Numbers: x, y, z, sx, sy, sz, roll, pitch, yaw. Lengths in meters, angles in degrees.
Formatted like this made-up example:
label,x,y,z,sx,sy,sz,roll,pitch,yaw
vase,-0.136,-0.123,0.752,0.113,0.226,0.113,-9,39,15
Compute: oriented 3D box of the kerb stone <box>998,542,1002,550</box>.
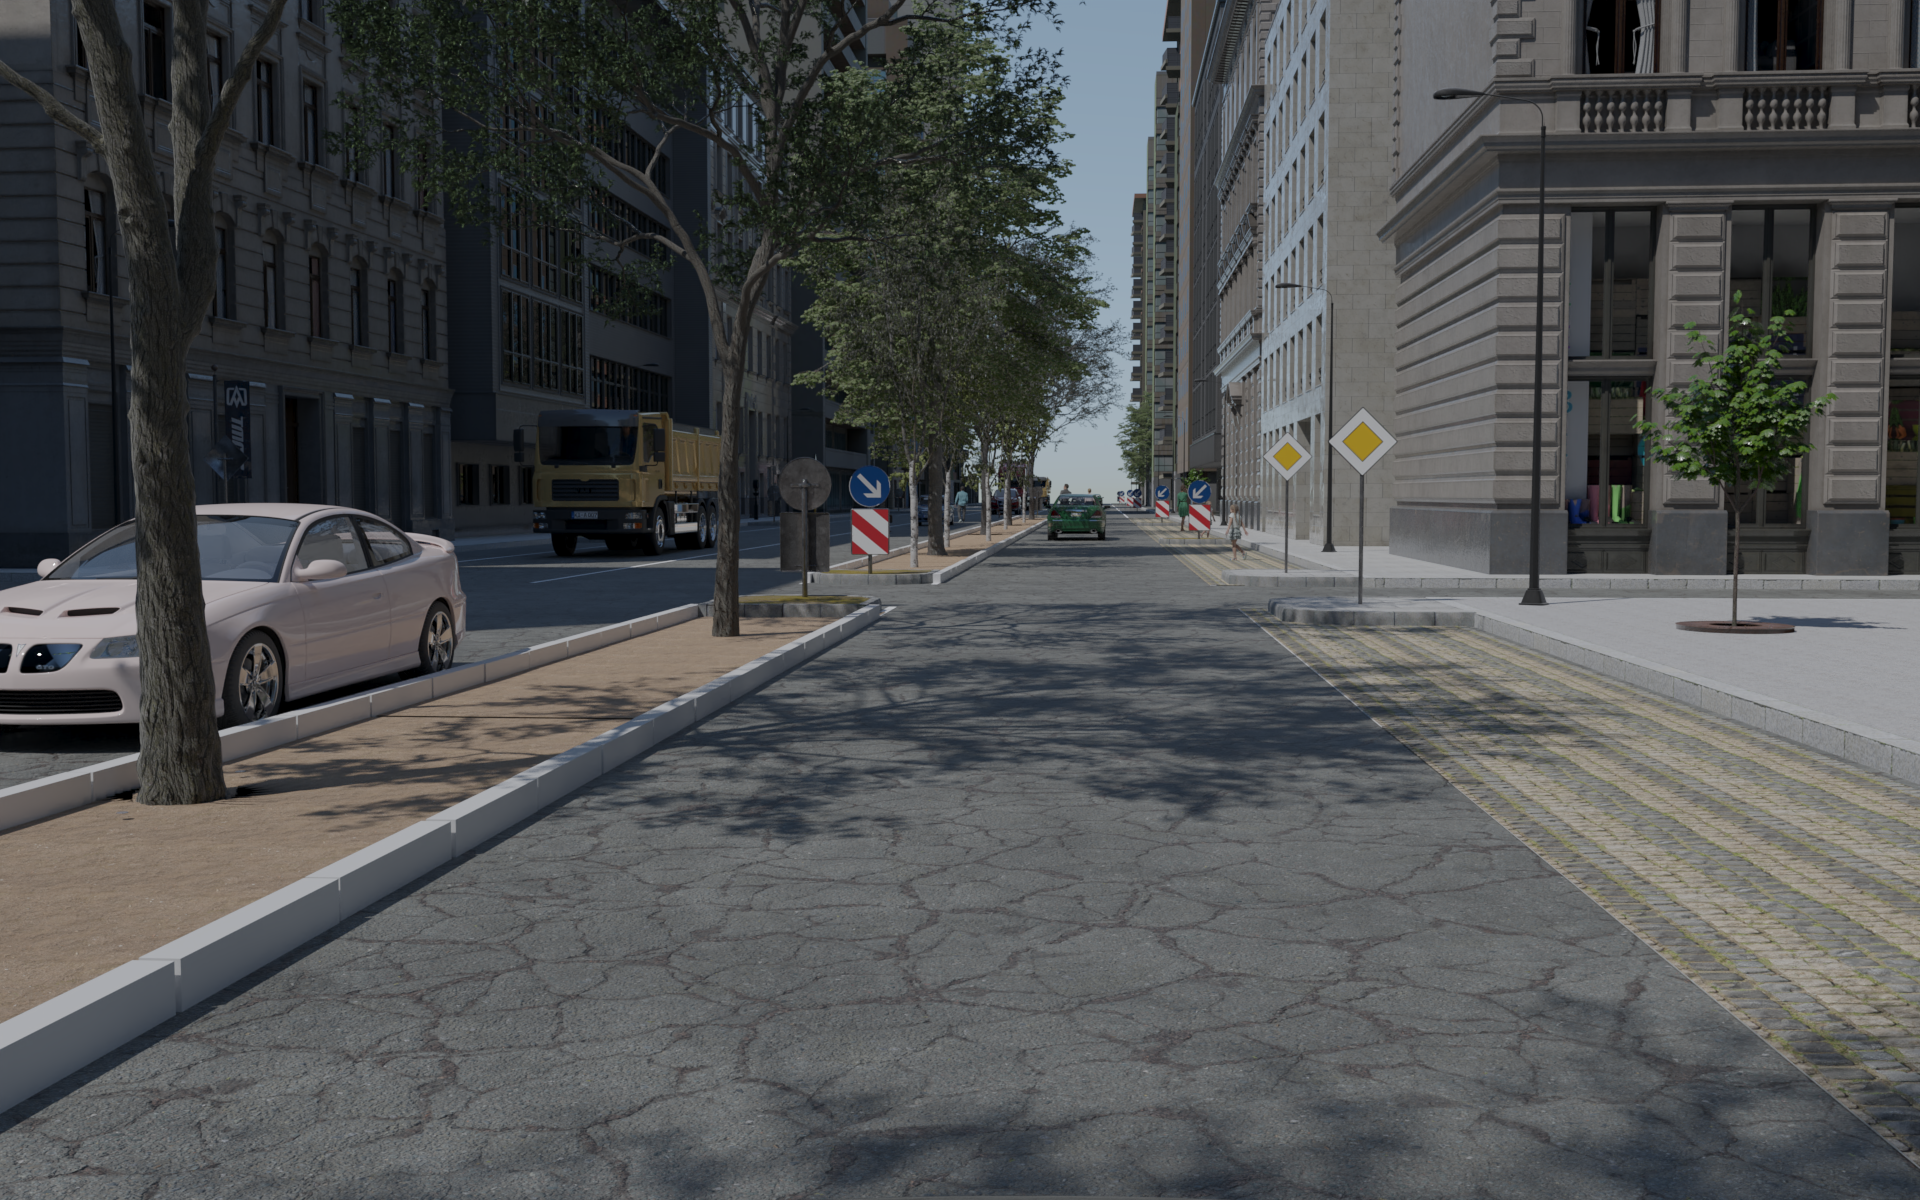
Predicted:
label,x,y,z,sx,sy,sz,roll,pitch,yaw
kerb stone,0.899,-1.310,43.618,0.120,0.150,1.000,0,4,5

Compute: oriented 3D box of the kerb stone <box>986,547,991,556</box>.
label,x,y,z,sx,sy,sz,roll,pitch,yaw
kerb stone,0.561,-1.060,39.530,0.120,0.150,1.000,0,4,5

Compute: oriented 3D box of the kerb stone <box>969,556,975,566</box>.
label,x,y,z,sx,sy,sz,roll,pitch,yaw
kerb stone,0.157,-0.739,34.417,0.120,0.150,1.000,0,4,5

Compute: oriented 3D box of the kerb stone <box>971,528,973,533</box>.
label,x,y,z,sx,sy,sz,roll,pitch,yaw
kerb stone,0.272,-2.445,62.173,0.120,0.150,1.000,0,4,5

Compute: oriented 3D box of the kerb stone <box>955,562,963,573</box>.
label,x,y,z,sx,sy,sz,roll,pitch,yaw
kerb stone,-0.084,-0.556,31.350,0.120,0.150,1.000,0,4,5

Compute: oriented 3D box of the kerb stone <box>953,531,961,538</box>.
label,x,y,z,sx,sy,sz,roll,pitch,yaw
kerb stone,-0.144,-2.133,57.062,0.120,0.150,1.000,0,4,5

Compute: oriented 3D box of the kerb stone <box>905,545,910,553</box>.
label,x,y,z,sx,sy,sz,roll,pitch,yaw
kerb stone,-1.368,-1.194,41.730,0.120,0.150,1.000,0,4,5

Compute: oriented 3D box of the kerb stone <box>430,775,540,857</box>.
label,x,y,z,sx,sy,sz,roll,pitch,yaw
kerb stone,-2.006,0.909,7.327,0.120,0.150,1.000,0,4,5

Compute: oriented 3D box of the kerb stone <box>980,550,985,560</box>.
label,x,y,z,sx,sy,sz,roll,pitch,yaw
kerb stone,0.400,-0.935,37.492,0.120,0.150,1.000,0,4,5

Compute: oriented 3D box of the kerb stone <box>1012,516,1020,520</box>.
label,x,y,z,sx,sy,sz,roll,pitch,yaw
kerb stone,3.206,-4.695,98.951,0.120,0.150,1.000,0,4,5

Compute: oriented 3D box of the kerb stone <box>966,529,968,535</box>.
label,x,y,z,sx,sy,sz,roll,pitch,yaw
kerb stone,0.100,-2.319,60.119,0.120,0.150,1.000,0,4,5

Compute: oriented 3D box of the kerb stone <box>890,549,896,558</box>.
label,x,y,z,sx,sy,sz,roll,pitch,yaw
kerb stone,-1.613,-1.006,38.649,0.120,0.150,1.000,0,4,5

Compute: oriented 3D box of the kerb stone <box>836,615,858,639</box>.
label,x,y,z,sx,sy,sz,roll,pitch,yaw
kerb stone,-1.184,0.286,17.541,0.120,0.150,1.000,0,4,5

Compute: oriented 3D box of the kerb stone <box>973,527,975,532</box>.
label,x,y,z,sx,sy,sz,roll,pitch,yaw
kerb stone,0.346,-2.508,63.195,0.120,0.150,1.000,0,4,5

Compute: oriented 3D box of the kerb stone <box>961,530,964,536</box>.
label,x,y,z,sx,sy,sz,roll,pitch,yaw
kerb stone,-0.060,-2.195,58.081,0.120,0.150,1.000,0,4,5

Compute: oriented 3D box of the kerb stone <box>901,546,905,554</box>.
label,x,y,z,sx,sy,sz,roll,pitch,yaw
kerb stone,-1.456,-1.132,40.702,0.120,0.150,1.000,0,4,5

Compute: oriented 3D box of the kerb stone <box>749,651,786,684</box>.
label,x,y,z,sx,sy,sz,roll,pitch,yaw
kerb stone,-1.524,0.535,13.447,0.120,0.150,1.000,0,4,5

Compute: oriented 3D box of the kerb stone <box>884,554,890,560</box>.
label,x,y,z,sx,sy,sz,roll,pitch,yaw
kerb stone,-1.696,-0.944,37.625,0.120,0.150,1.000,0,4,5

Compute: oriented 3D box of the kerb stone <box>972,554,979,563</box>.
label,x,y,z,sx,sy,sz,roll,pitch,yaw
kerb stone,0.234,-0.806,35.444,0.120,0.150,1.000,0,4,5

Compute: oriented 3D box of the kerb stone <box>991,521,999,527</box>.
label,x,y,z,sx,sy,sz,roll,pitch,yaw
kerb stone,1.567,-3.445,78.513,0.120,0.150,1.000,0,4,5

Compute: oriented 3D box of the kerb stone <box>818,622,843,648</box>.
label,x,y,z,sx,sy,sz,roll,pitch,yaw
kerb stone,-1.273,0.348,16.511,0.120,0.150,1.000,0,4,5

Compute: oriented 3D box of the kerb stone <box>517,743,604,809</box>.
label,x,y,z,sx,sy,sz,roll,pitch,yaw
kerb stone,-1.930,0.847,8.346,0.120,0.150,1.000,0,4,5

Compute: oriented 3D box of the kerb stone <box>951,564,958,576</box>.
label,x,y,z,sx,sy,sz,roll,pitch,yaw
kerb stone,-0.171,-0.497,30.328,0.120,0.150,1.000,0,4,5

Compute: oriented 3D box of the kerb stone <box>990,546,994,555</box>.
label,x,y,z,sx,sy,sz,roll,pitch,yaw
kerb stone,0.650,-1.119,40.557,0.120,0.150,1.000,0,4,5

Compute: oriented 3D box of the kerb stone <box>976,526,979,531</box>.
label,x,y,z,sx,sy,sz,roll,pitch,yaw
kerb stone,0.513,-2.631,65.232,0.120,0.150,1.000,0,4,5

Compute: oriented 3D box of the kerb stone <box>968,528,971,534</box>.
label,x,y,z,sx,sy,sz,roll,pitch,yaw
kerb stone,0.192,-2.382,61.142,0.120,0.150,1.000,0,4,5

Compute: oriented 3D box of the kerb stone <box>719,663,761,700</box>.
label,x,y,z,sx,sy,sz,roll,pitch,yaw
kerb stone,-1.600,0.597,12.427,0.120,0.150,1.000,0,4,5

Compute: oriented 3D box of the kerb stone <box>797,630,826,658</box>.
label,x,y,z,sx,sy,sz,roll,pitch,yaw
kerb stone,-1.360,0.410,15.493,0.120,0.150,1.000,0,4,5

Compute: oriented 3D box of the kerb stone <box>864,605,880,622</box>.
label,x,y,z,sx,sy,sz,roll,pitch,yaw
kerb stone,-1.030,0.160,19.582,0.120,0.150,1.000,0,4,5

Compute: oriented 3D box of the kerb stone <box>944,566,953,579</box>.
label,x,y,z,sx,sy,sz,roll,pitch,yaw
kerb stone,-0.256,-0.432,29.303,0.120,0.150,1.000,0,4,5

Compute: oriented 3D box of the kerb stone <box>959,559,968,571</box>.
label,x,y,z,sx,sy,sz,roll,pitch,yaw
kerb stone,-0.002,-0.622,32.368,0.120,0.150,1.000,0,4,5

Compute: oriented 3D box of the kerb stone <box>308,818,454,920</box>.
label,x,y,z,sx,sy,sz,roll,pitch,yaw
kerb stone,-2.097,0.973,6.306,0.120,0.150,1.000,0,4,5

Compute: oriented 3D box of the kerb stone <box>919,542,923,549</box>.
label,x,y,z,sx,sy,sz,roll,pitch,yaw
kerb stone,-1.123,-1.382,44.786,0.120,0.150,1.000,0,4,5

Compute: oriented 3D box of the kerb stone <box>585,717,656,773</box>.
label,x,y,z,sx,sy,sz,roll,pitch,yaw
kerb stone,-1.845,0.785,9.366,0.120,0.150,1.000,0,4,5

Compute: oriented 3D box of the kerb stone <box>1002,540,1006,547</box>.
label,x,y,z,sx,sy,sz,roll,pitch,yaw
kerb stone,1.055,-1.436,45.671,0.120,0.150,1.000,0,4,5

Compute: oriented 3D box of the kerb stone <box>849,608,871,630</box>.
label,x,y,z,sx,sy,sz,roll,pitch,yaw
kerb stone,-1.111,0.222,18.561,0.120,0.150,1.000,0,4,5

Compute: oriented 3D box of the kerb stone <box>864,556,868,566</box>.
label,x,y,z,sx,sy,sz,roll,pitch,yaw
kerb stone,-1.935,-0.754,34.552,0.120,0.150,1.000,0,4,5

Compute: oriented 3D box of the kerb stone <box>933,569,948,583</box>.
label,x,y,z,sx,sy,sz,roll,pitch,yaw
kerb stone,-0.335,-0.372,28.281,0.120,0.150,1.000,0,4,5

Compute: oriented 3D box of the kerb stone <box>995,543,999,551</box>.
label,x,y,z,sx,sy,sz,roll,pitch,yaw
kerb stone,0.820,-1.244,42.599,0.120,0.150,1.000,0,4,5

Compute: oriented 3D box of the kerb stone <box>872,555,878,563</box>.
label,x,y,z,sx,sy,sz,roll,pitch,yaw
kerb stone,-1.853,-0.819,35.581,0.120,0.150,1.000,0,4,5

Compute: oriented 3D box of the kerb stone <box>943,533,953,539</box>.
label,x,y,z,sx,sy,sz,roll,pitch,yaw
kerb stone,-0.386,-1.942,53.985,0.120,0.150,1.000,0,4,5

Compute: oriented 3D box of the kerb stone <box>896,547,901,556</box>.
label,x,y,z,sx,sy,sz,roll,pitch,yaw
kerb stone,-1.527,-1.069,39.674,0.120,0.150,1.000,0,4,5

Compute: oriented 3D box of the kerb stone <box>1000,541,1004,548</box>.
label,x,y,z,sx,sy,sz,roll,pitch,yaw
kerb stone,0.975,-1.373,44.650,0.120,0.150,1.000,0,4,5

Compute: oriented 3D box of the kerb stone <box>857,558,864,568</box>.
label,x,y,z,sx,sy,sz,roll,pitch,yaw
kerb stone,-2.027,-0.693,33.528,0.120,0.150,1.000,0,4,5

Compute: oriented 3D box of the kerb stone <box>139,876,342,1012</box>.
label,x,y,z,sx,sy,sz,roll,pitch,yaw
kerb stone,-2.172,1.034,5.287,0.120,0.150,1.000,0,4,5

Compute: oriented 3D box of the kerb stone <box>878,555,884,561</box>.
label,x,y,z,sx,sy,sz,roll,pitch,yaw
kerb stone,-1.778,-0.879,36.607,0.120,0.150,1.000,0,4,5

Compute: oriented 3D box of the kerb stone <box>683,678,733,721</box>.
label,x,y,z,sx,sy,sz,roll,pitch,yaw
kerb stone,-1.680,0.662,11.408,0.120,0.150,1.000,0,4,5

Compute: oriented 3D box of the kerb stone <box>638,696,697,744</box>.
label,x,y,z,sx,sy,sz,roll,pitch,yaw
kerb stone,-1.767,0.722,10.385,0.120,0.150,1.000,0,4,5

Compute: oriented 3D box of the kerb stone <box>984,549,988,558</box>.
label,x,y,z,sx,sy,sz,roll,pitch,yaw
kerb stone,0.477,-0.995,38.512,0.120,0.150,1.000,0,4,5

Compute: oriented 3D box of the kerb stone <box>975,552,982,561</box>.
label,x,y,z,sx,sy,sz,roll,pitch,yaw
kerb stone,0.325,-0.873,36.473,0.120,0.150,1.000,0,4,5

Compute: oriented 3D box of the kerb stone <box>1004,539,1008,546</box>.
label,x,y,z,sx,sy,sz,roll,pitch,yaw
kerb stone,1.136,-1.498,46.695,0.120,0.150,1.000,0,4,5

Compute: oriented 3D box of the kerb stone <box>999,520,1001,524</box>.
label,x,y,z,sx,sy,sz,roll,pitch,yaw
kerb stone,1.660,-3.507,79.540,0.120,0.150,1.000,0,4,5

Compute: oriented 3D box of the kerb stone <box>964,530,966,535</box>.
label,x,y,z,sx,sy,sz,roll,pitch,yaw
kerb stone,0.015,-2.257,59.100,0.120,0.150,1.000,0,4,5

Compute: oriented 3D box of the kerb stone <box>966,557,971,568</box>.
label,x,y,z,sx,sy,sz,roll,pitch,yaw
kerb stone,0.075,-0.685,33.387,0.120,0.150,1.000,0,4,5

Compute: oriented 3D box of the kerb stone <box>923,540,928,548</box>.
label,x,y,z,sx,sy,sz,roll,pitch,yaw
kerb stone,-0.954,-1.505,46.831,0.120,0.150,1.000,0,4,5

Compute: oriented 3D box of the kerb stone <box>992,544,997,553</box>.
label,x,y,z,sx,sy,sz,roll,pitch,yaw
kerb stone,0.727,-1.185,41.576,0.120,0.150,1.000,0,4,5

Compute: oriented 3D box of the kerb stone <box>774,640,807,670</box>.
label,x,y,z,sx,sy,sz,roll,pitch,yaw
kerb stone,-1.444,0.473,14.469,0.120,0.150,1.000,0,4,5

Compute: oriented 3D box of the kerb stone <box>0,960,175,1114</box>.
label,x,y,z,sx,sy,sz,roll,pitch,yaw
kerb stone,-2.257,1.097,4.268,0.120,0.150,1.000,0,4,5
